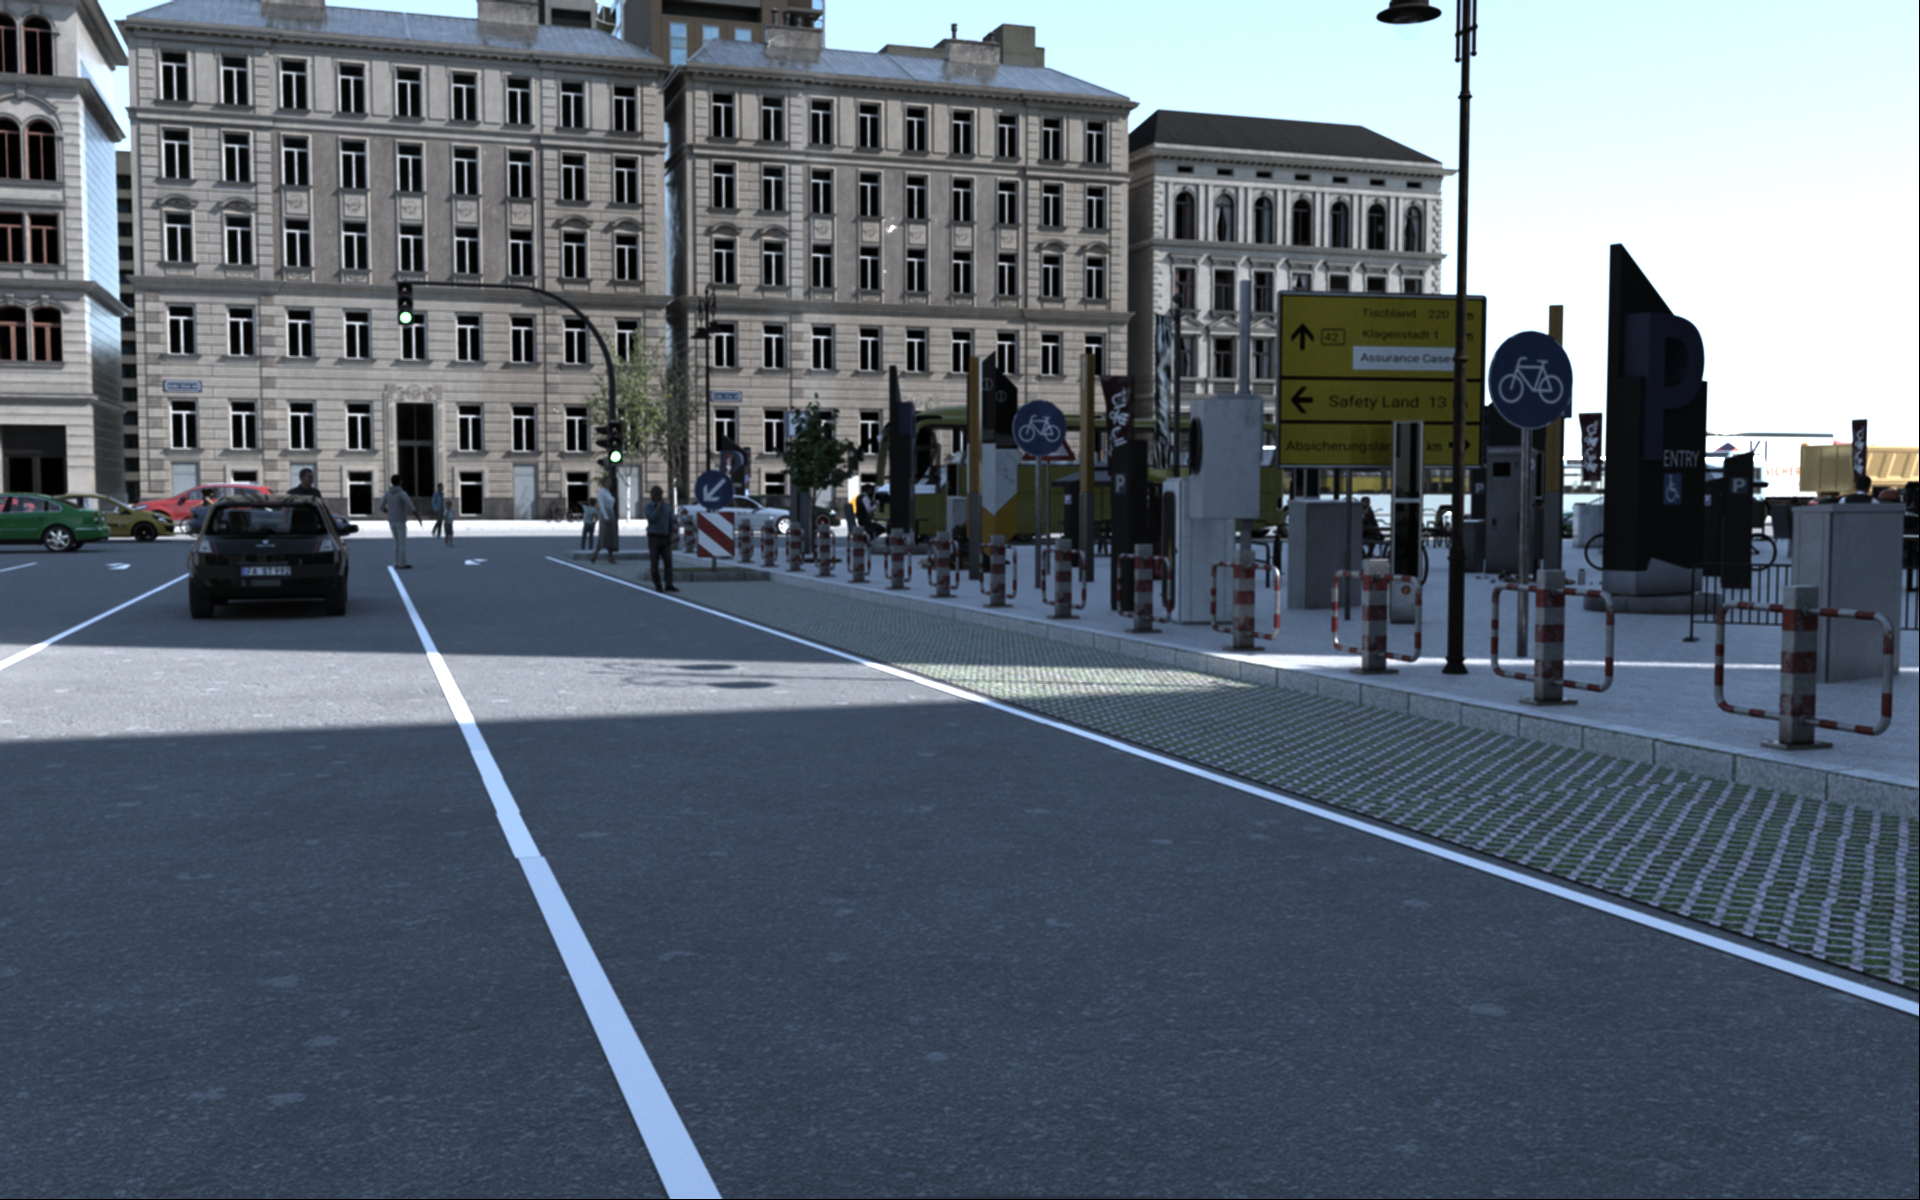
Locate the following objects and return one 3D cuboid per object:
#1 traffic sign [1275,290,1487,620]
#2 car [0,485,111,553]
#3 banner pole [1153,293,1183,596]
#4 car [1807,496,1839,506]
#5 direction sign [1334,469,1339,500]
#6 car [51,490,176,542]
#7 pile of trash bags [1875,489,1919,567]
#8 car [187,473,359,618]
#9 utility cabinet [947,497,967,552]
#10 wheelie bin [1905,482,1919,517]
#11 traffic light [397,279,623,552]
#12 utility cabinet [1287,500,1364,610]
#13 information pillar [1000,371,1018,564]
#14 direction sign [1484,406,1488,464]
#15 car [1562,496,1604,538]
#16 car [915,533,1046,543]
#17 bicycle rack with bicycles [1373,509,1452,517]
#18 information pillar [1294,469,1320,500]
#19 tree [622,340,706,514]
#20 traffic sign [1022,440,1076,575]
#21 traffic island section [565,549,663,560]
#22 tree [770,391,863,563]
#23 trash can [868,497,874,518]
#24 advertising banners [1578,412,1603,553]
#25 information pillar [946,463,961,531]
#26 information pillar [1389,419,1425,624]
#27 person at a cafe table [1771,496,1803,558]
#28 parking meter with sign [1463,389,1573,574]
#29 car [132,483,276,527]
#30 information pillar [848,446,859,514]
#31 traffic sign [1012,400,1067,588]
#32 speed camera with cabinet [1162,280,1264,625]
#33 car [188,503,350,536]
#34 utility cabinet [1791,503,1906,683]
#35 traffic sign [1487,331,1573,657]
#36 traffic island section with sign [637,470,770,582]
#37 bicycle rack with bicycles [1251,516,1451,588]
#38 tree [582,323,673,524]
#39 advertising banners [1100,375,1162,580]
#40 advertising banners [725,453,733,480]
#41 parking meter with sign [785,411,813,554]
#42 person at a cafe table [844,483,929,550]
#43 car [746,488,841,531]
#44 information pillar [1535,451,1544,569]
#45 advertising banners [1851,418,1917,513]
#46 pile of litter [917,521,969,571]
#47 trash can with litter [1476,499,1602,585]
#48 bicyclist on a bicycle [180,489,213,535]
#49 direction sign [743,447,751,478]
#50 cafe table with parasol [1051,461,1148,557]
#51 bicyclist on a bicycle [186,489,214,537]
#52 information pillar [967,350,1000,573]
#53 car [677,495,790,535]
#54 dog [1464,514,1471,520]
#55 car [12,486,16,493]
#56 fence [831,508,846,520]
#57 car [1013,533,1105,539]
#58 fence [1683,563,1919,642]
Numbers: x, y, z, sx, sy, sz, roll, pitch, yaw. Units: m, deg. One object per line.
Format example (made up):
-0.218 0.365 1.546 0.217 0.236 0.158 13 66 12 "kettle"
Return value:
4.267 -1.452 17.612 2.265 3.308 0.079 -1 4 -11 "traffic sign"
-23.536 -2.068 42.602 4.718 1.807 1.959 -1 4 -17 "car"
2.590 -1.926 21.506 0.401 3.779 0.863 2 4 33 "banner pole"
40.591 -4.258 78.664 4.494 1.783 2.155 -1 4 -19 "car"
4.761 -1.827 21.872 0.379 3.537 0.876 1 4 11 "direction sign"
-25.607 -2.536 51.694 3.980 1.641 2.015 -1 4 -21 "car"
17.055 -1.369 32.136 1.912 1.369 3.447 2 4 34 "pile of trash bags"
-8.534 -0.718 21.528 2.009 1.686 4.222 -1 4 -19 "car"
0.253 -1.495 35.607 1.020 1.237 0.306 -2 4 -27 "utility cabinet"
24.468 -2.219 44.187 0.980 1.594 0.693 -1 4 -8 "wheelie bin"
-9.677 -3.850 37.616 4.771 5.953 1.251 -1 4 -19 "traffic light"
4.140 -0.516 19.597 1.020 1.237 0.306 -3 5 -40 "utility cabinet"
0.806 -2.465 31.655 0.504 3.616 0.183 -2 4 -24 "information pillar"
13.213 -3.203 44.372 0.876 3.537 0.379 0 4 1 "direction sign"
21.584 -2.746 56.688 4.920 1.459 2.131 -1 4 -18 "car"
0.255 -2.428 52.065 4.827 1.381 2.083 -1 4 -17 "car"
10.724 -1.769 42.306 2.852 0.926 2.925 1 4 11 "bicycle rack with bicycles"
5.628 -1.444 28.105 0.304 2.012 0.304 -2 4 -24 "information pillar"
-13.737 -8.052 82.005 4.360 8.622 3.978 0 3 0 "tree"
1.401 -1.680 27.468 0.884 2.594 0.081 -1 4 -12 "traffic sign"
-7.689 -0.996 38.567 2.009 0.180 2.903 -1 4 -19 "traffic island section"
-2.725 -2.322 32.569 1.663 3.219 1.824 0 3 0 "tree"
-4.506 -4.688 88.302 0.748 1.137 0.748 0 3 0 "trash can"
14.092 -2.475 36.649 2.074 3.025 0.090 3 4 38 "advertising banners"
-0.154 -2.224 40.860 0.304 2.012 0.304 1 4 11 "information pillar"
4.429 -0.776 17.180 0.304 2.012 0.304 1 4 13 "information pillar"
17.183 -1.477 35.005 1.726 1.238 1.698 -1 4 -21 "person at a cafe table"
8.863 -1.932 27.854 1.738 3.016 0.543 3 5 41 "parking meter with sign"
-27.451 -3.341 63.302 5.304 1.827 2.281 -1 4 -20 "car"
-4.786 -5.263 77.411 0.504 3.616 0.183 -1 4 -22 "information pillar"
1.066 -1.434 23.556 0.768 2.556 0.104 -1 4 -15 "traffic sign"
2.415 -1.375 16.809 0.660 3.252 2.038 0 4 -3 "speed camera with cabinet"
-20.560 -2.424 51.628 4.499 1.417 2.014 -1 4 -20 "car"
6.192 -0.058 12.103 1.020 1.237 0.306 -3 4 -36 "utility cabinet"
4.442 -0.826 13.611 0.768 2.556 0.104 -1 4 -17 "traffic sign"
-4.364 -1.247 29.024 1.989 1.847 2.006 -1 4 -19 "traffic island section with sign"
5.194 -0.701 24.837 2.852 0.926 2.925 0 4 -1 "bicycle rack with bicycles"
-14.430 -7.623 75.002 4.737 8.622 4.395 0 3 0 "tree"
3.083 -1.810 25.784 2.074 3.025 0.090 -1 4 -9 "advertising banners"
-10.388 -4.765 74.102 2.074 3.025 0.090 3 5 41 "advertising banners"
-3.406 -2.511 37.323 0.543 3.016 1.738 0 3 0 "parking meter with sign"
-1.810 -1.891 39.434 1.622 1.524 1.698 -2 4 -27 "person at a cafe table"
-6.821 -3.594 68.541 4.222 1.686 2.009 -1 4 -19 "car"
9.759 -1.539 29.662 0.304 2.012 0.304 -3 4 -38 "information pillar"
21.082 -2.656 39.617 0.090 3.025 2.074 -1 4 -12 "advertising banners"
-0.172 -0.968 29.784 1.176 0.858 1.719 1 4 16 "pile of litter"
8.429 -0.872 25.308 1.678 1.210 2.233 -1 4 -16 "trash can with litter"
-26.658 -3.122 61.058 1.625 1.676 1.499 -1 4 -17 "bicyclist on a bicycle"
-10.547 -5.609 83.705 0.876 3.537 0.379 0 4 5 "direction sign"
2.947 -1.901 35.947 2.610 1.966 2.610 -2 4 -24 "cafe table with parasol"
-24.857 -2.906 57.536 1.625 1.676 1.499 -1 4 -20 "bicyclist on a bicycle"
0.362 -2.259 28.293 0.504 3.616 0.183 0 4 1 "information pillar"
-7.820 -3.019 61.360 4.499 1.417 2.014 -1 4 -17 "car"
15.357 -2.199 52.795 0.513 0.831 0.800 1 4 15 "dog"
-35.267 -3.212 61.549 4.494 1.783 2.155 -1 4 -18 "car"
-5.585 -3.730 76.368 2.069 0.683 0.278 2 4 33 "fence"
2.931 -2.832 55.101 4.718 1.807 1.959 -1 4 -18 "car"
7.249 0.045 14.636 2.069 0.683 0.278 2 4 30 "fence"
